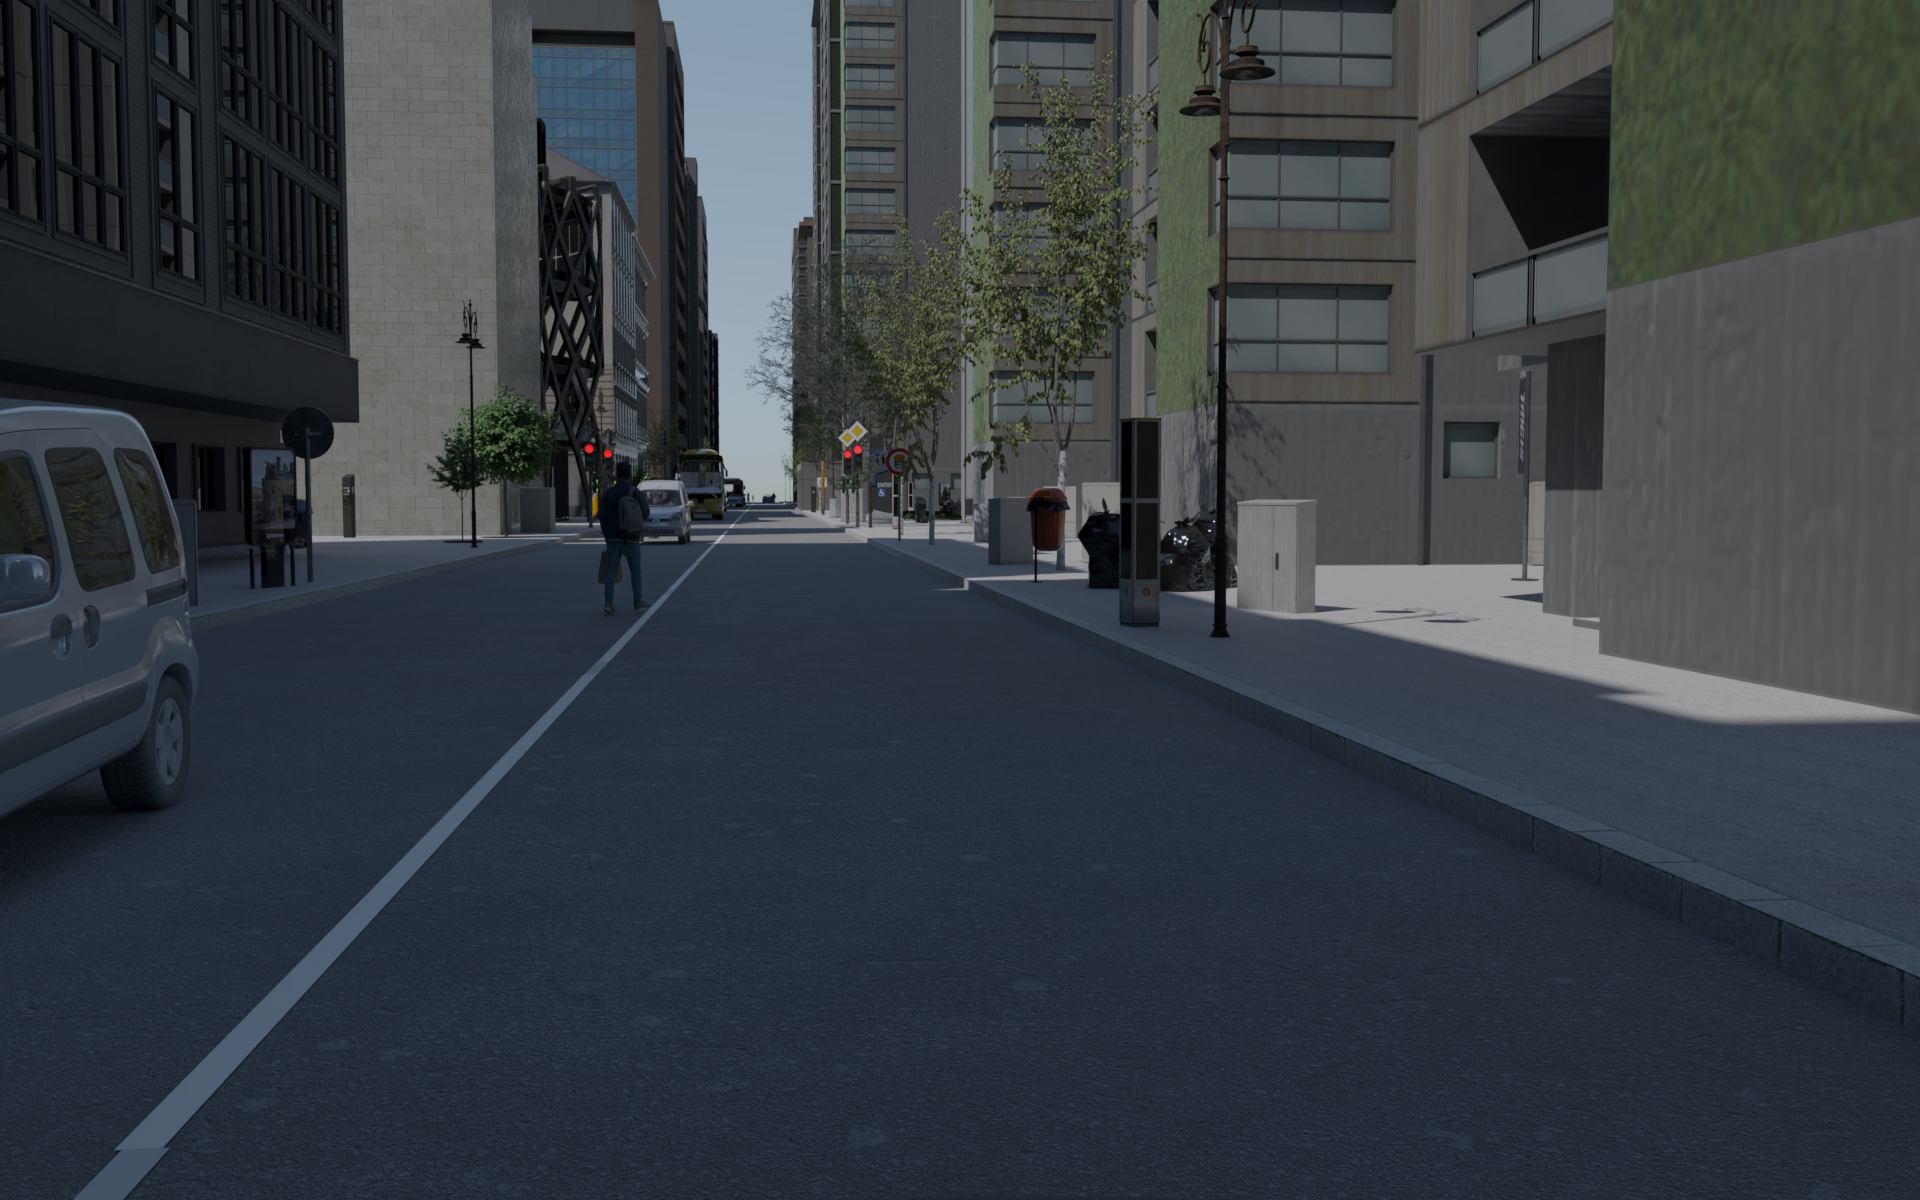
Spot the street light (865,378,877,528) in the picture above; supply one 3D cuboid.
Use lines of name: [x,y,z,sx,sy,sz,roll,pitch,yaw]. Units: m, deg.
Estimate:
street light: [-3.406,-5.687,65.775,0.468,5.910,1.993,0,4,-6]

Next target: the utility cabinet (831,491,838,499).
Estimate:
utility cabinet: [-8.913,-7.307,128.150,1.173,1.500,0.318,-1,4,-13]

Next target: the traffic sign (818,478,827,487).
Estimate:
traffic sign: [-8.583,-6.468,107.888,0.606,2.300,0.079,0,4,-3]

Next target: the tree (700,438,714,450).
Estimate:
tree: [-33.802,-16.761,224.401,4.737,8.622,4.395,0,3,0]

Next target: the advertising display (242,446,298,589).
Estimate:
advertising display: [-9.447,-1.134,23.760,0.123,1.923,0.974,1,4,16]

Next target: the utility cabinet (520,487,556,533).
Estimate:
utility cabinet: [-13.891,-2.951,56.935,1.173,1.500,0.318,1,4,21]

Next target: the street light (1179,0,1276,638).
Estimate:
street light: [2.334,-2.605,15.374,0.468,5.910,1.993,0,4,-6]

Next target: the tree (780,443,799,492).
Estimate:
tree: [-22.114,-17.358,234.172,4.737,8.622,4.395,0,3,0]

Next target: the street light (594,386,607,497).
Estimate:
street light: [-15.333,-6.198,74.132,0.468,5.910,1.993,0,4,-6]

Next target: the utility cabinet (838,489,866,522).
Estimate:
utility cabinet: [-4.809,-4.242,78.034,1.173,1.500,0.318,2,4,31]

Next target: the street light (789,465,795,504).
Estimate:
street light: [-21.548,-15.420,224.900,0.468,5.910,1.993,0,4,-6]

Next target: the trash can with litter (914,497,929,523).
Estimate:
trash can with litter: [-1.625,-4.001,76.806,0.624,1.170,1.055,-1,4,-23]

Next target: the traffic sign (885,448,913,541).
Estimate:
traffic sign: [-1.664,-2.903,47.564,0.768,2.556,0.104,0,4,-5]

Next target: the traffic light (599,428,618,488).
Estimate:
traffic light: [-14.860,-5.166,73.386,0.839,4.253,0.868,0,4,-6]

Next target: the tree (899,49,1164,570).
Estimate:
tree: [1.610,-4.820,29.176,4.737,8.622,4.395,0,3,0]

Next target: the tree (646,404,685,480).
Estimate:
tree: [-24.078,-11.508,138.519,4.737,8.622,4.395,0,3,0]

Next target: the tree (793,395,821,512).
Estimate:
tree: [-10.242,-10.774,126.518,4.360,8.622,3.978,0,3,0]

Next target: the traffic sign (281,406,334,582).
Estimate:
traffic sign: [-9.486,-1.535,25.208,0.768,2.556,0.104,0,3,0]

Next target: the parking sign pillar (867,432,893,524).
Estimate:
parking sign pillar: [-3.291,-5.268,74.611,1.447,3.967,1.447,2,4,24]

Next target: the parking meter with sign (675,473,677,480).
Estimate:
parking meter with sign: [-23.463,-9.052,144.258,0.543,3.016,1.738,-1,4,-11]

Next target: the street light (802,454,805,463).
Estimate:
street light: [-15.817,-12.369,175.018,0.468,5.910,1.993,0,4,-6]

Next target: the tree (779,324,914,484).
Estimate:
tree: [-6.094,-9.665,92.430,7.601,10.594,8.767,-2,4,-25]

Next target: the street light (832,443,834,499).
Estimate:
street light: [-7.247,-7.716,98.939,0.468,5.910,1.993,0,4,-6]

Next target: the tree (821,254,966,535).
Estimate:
tree: [-1.820,-6.327,53.810,4.360,8.622,3.978,0,3,0]

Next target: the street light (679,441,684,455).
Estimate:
street light: [-24.018,-10.817,149.642,0.468,5.910,1.993,0,4,-6]

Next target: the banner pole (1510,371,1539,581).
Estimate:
banner pole: [8.405,-2.189,25.813,0.401,3.779,0.863,0,4,7]

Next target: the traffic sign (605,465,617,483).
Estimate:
traffic sign: [-15.380,-4.701,76.959,0.768,2.556,0.104,0,4,-1]

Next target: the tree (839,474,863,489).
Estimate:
tree: [-6.725,-6.780,105.456,1.663,3.219,1.824,0,3,0]

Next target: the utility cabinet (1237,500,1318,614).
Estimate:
utility cabinet: [3.466,-0.482,19.035,0.306,1.237,1.020,-2,4,-29]

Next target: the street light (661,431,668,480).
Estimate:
street light: [-21.131,-9.262,124.218,0.468,5.910,1.993,0,4,-6]

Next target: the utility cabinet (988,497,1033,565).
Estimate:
utility cabinet: [0.933,-1.262,31.795,0.306,1.237,1.020,3,5,40]

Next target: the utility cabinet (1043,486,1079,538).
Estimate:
utility cabinet: [2.983,-2.549,50.349,1.173,1.500,0.318,3,4,39]

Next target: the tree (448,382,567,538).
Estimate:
tree: [-13.282,-4.108,50.878,4.285,4.588,4.351,0,3,0]

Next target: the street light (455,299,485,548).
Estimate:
street light: [-11.620,-4.187,41.253,0.468,5.910,1.993,0,4,-6]

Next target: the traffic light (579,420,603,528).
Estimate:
traffic light: [-13.954,-4.681,65.452,0.839,4.253,0.868,0,4,-6]

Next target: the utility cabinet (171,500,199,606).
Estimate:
utility cabinet: [-9.265,-0.526,19.769,1.020,1.237,0.306,-1,4,-22]

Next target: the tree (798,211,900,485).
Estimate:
tree: [-0.952,-5.702,43.589,4.737,8.622,4.395,0,3,0]

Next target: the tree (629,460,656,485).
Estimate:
tree: [-18.136,-6.358,98.548,1.663,3.219,1.824,0,3,0]

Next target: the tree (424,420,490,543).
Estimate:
tree: [-13.271,-3.122,45.651,1.663,3.219,1.824,0,3,0]

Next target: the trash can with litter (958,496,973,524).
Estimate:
trash can with litter: [0.877,-3.952,75.676,2.233,1.210,1.678,-1,4,-12]

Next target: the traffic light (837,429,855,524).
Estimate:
traffic light: [-4.865,-5.237,74.538,0.839,4.253,0.868,0,4,-6]

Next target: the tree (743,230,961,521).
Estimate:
tree: [-4.977,-10.435,80.977,12.009,13.543,11.850,0,3,0]

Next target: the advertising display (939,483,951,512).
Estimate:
advertising display: [-0.882,-5.772,99.583,0.123,1.923,0.974,3,4,37]

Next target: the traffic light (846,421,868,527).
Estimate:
traffic light: [-3.959,-4.751,66.605,0.839,4.253,0.868,0,4,-6]

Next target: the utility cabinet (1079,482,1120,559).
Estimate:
utility cabinet: [2.891,-1.507,33.319,0.318,1.500,1.173,-3,5,-44]

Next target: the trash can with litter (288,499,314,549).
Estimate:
trash can with litter: [-15.672,-1.818,41.117,0.624,1.170,1.055,-1,4,-20]

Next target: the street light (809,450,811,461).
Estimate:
street light: [-12.873,-10.772,148.907,0.468,5.910,1.993,0,4,-6]
